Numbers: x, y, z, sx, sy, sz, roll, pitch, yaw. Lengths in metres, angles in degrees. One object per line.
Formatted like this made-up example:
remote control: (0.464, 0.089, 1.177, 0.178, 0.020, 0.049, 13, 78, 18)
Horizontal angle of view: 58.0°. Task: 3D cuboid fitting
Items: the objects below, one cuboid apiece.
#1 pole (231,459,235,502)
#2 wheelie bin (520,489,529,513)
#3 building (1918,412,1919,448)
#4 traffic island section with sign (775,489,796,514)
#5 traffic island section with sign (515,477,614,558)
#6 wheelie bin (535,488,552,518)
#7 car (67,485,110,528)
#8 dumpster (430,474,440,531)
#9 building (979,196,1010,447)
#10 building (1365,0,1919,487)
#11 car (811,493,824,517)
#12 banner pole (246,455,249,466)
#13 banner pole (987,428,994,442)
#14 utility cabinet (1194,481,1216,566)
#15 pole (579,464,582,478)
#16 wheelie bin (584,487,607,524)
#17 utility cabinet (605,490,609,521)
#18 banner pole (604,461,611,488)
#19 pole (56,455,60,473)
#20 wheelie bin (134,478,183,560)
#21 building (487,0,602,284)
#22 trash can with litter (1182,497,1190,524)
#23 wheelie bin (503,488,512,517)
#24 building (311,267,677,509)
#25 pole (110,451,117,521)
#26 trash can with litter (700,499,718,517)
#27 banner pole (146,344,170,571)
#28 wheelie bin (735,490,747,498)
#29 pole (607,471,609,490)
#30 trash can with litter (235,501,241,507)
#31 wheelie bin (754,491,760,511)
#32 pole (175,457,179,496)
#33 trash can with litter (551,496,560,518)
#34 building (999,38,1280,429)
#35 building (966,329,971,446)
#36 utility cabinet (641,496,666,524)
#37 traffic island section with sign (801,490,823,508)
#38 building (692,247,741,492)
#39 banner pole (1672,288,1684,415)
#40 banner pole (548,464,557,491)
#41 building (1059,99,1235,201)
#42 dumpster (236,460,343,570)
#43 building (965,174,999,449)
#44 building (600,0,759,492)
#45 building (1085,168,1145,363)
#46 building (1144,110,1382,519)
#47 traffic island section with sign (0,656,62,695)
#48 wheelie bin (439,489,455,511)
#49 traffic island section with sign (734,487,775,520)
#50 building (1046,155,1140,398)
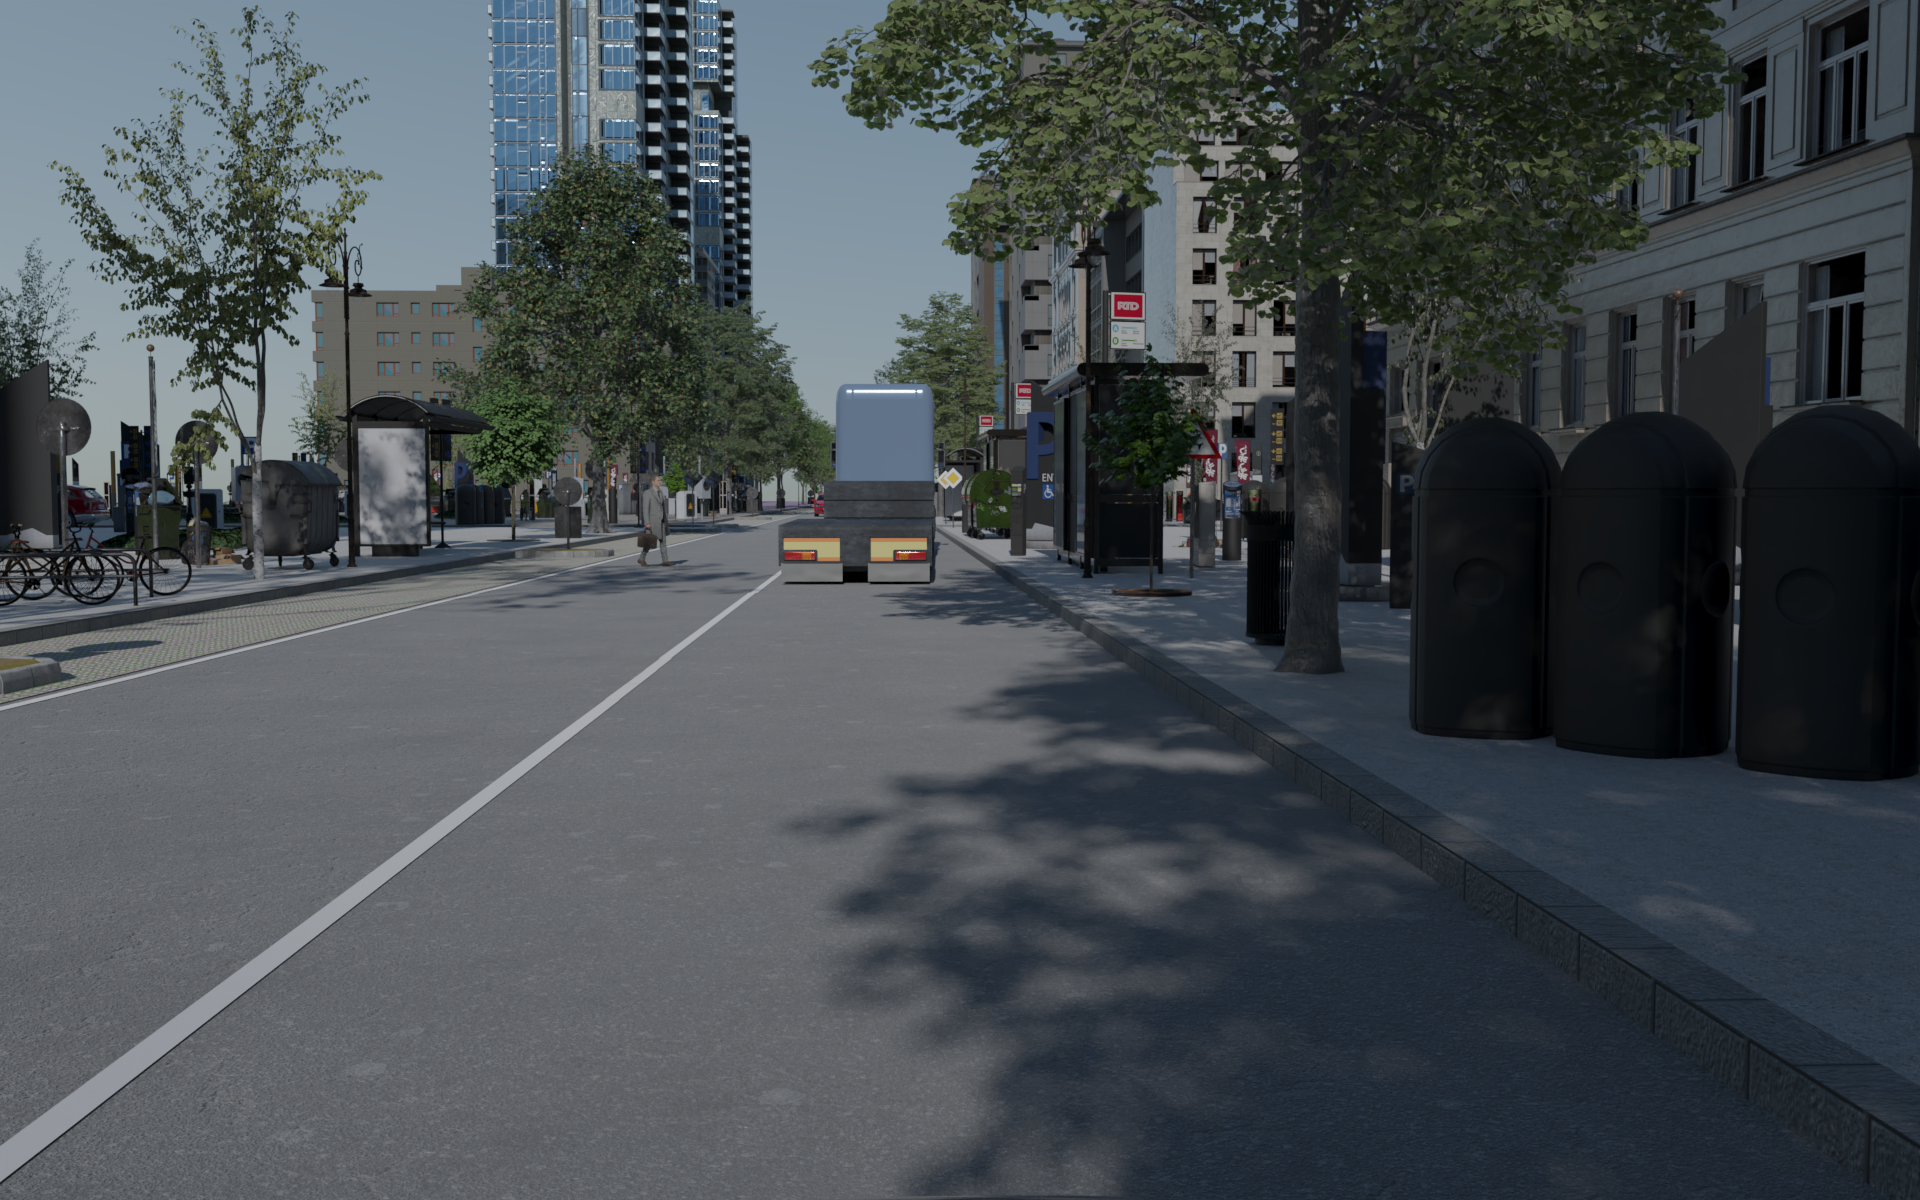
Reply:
pole: (-42.277, -6.537, 100.727, 0.158, 3.312, 0.155, 0, 3, 0)
wheelie bin: (-28.279, -6.422, 112.905, 0.693, 1.594, 0.980, 0, 4, 4)
building: (37.705, -16.713, 91.279, 19.932, 24.808, 12.078, 0, 4, -3)
traffic island section with sign: (-12.667, -7.000, 123.079, 1.989, 1.847, 2.006, 0, 4, -3)
traffic island section with sign: (-8.978, -1.891, 39.553, 1.989, 1.847, 2.006, 0, 4, -3)
wheelie bin: (-22.188, -5.175, 92.516, 0.693, 1.594, 0.980, 2, 4, 32)
car: (-36.347, -3.632, 68.056, 5.304, 1.827, 2.281, 0, 4, -4)
dumpster: (-13.826, -2.460, 42.713, 1.502, 2.255, 1.985, 0, 4, -2)
building: (10.078, -37.261, 259.328, 14.600, 45.320, 14.200, 0, 4, -3)
building: (21.020, -12.666, 40.367, 16.112, 22.955, 30.059, 0, 4, -3)
car: (-8.396, -6.217, 110.694, 2.155, 1.783, 4.494, 0, 4, -3)
banner pole: (-36.098, -5.982, 87.822, 0.401, 3.779, 0.863, -2, 4, -33)
banner pole: (1.168, -4.646, 65.977, 0.401, 3.779, 0.863, -2, 4, -24)
utility cabinet: (4.307, -1.350, 30.757, 0.318, 1.500, 1.173, 0, 4, 1)
pole: (-25.647, -7.535, 117.041, 0.158, 3.312, 0.155, 0, 3, 0)
wheelie bin: (-15.792, -4.115, 75.192, 0.980, 1.594, 0.693, -2, 4, -24)
utility cabinet: (-16.672, -4.462, 81.633, 0.318, 1.500, 1.173, 0, 4, -8)
banner pole: (-15.780, -5.335, 77.250, 0.863, 3.779, 0.401, 2, 4, 35)
pole: (-23.420, -3.137, 45.133, 0.158, 3.312, 0.155, 0, 3, 0)
wheelie bin: (-15.667, -1.589, 33.884, 0.980, 1.594, 0.693, 2, 4, 33)
building: (-39.818, -53.659, 190.003, 22.319, 86.520, 31.000, 0, 4, -3)
trash can with litter: (10.034, -3.844, 74.236, 1.055, 1.170, 0.624, 2, 4, 32)
wheelie bin: (-25.713, -5.480, 97.504, 0.693, 1.594, 0.980, 3, 5, 43)
building: (-41.674, -19.379, 161.882, 27.650, 21.520, 28.899, 0, 4, -3)
pole: (-39.950, -5.377, 81.750, 0.158, 3.312, 0.155, 0, 3, 0)
trash can with litter: (-14.285, -5.329, 98.517, 1.055, 1.170, 0.624, 0, 4, -5)
banner pole: (-13.398, -2.374, 28.828, 0.401, 3.779, 0.863, -2, 4, -30)
wheelie bin: (-17.953, -8.200, 141.982, 0.980, 1.594, 0.693, 0, 4, -8)
pole: (-20.363, -6.508, 100.245, 0.158, 3.312, 0.155, 0, 3, 0)
trash can with litter: (-49.765, -6.659, 119.924, 2.233, 1.210, 1.678, 1, 4, 14)
wheelie bin: (-15.504, -7.609, 132.319, 0.693, 1.594, 0.980, 0, 4, 5)
pole: (-42.845, -6.172, 94.749, 0.158, 3.312, 0.155, 0, 3, 0)
trash can with litter: (-22.157, -5.102, 94.802, 0.624, 1.170, 1.055, 0, 4, -5)
building: (20.025, -37.364, 200.143, 28.713, 52.752, 27.495, 0, 4, -3)
building: (7.957, -32.407, 301.561, 14.160, 30.474, 14.107, 0, 4, -3)
utility cabinet: (-12.940, -3.793, 73.185, 1.020, 1.237, 0.306, 0, 4, -4)
traffic island section with sign: (-14.877, -10.081, 173.446, 1.989, 1.847, 2.006, 0, 4, -3)
building: (-48.674, -34.349, 253.484, 32.217, 40.220, 23.993, 0, 4, -3)
banner pole: (8.661, -1.894, 20.984, 0.401, 3.779, 0.863, 1, 4, 20)
banner pole: (-29.557, -8.288, 125.530, 0.863, 3.779, 0.401, -2, 4, -34)
building: (22.776, -29.538, 174.833, 32.217, 40.220, 23.993, 0, 4, -3)
dumpster: (-11.549, -1.475, 29.880, 1.264, 1.857, 1.865, 0, 4, -3)
building: (15.805, -42.260, 280.181, 28.713, 52.752, 27.495, 0, 4, -3)
building: (-43.766, -59.211, 280.768, 22.319, 86.520, 31.000, 0, 4, -3)
building: (16.982, -18.078, 114.645, 14.314, 24.678, 30.058, 0, 4, -3)
building: (18.702, -14.391, 90.042, 16.860, 20.320, 10.420, 0, 4, -3)
traffic island section with sign: (-7.803, -0.244, 12.623, 1.989, 1.847, 2.006, 0, 4, -3)
wheelie bin: (-29.007, -5.568, 98.943, 0.980, 1.594, 0.693, -2, 4, -34)
traffic island section with sign: (-11.481, -5.353, 96.150, 1.989, 1.847, 2.006, 0, 4, -3)
building: (14.505, -21.631, 139.576, 13.634, 28.700, 20.117, 0, 4, -3)
